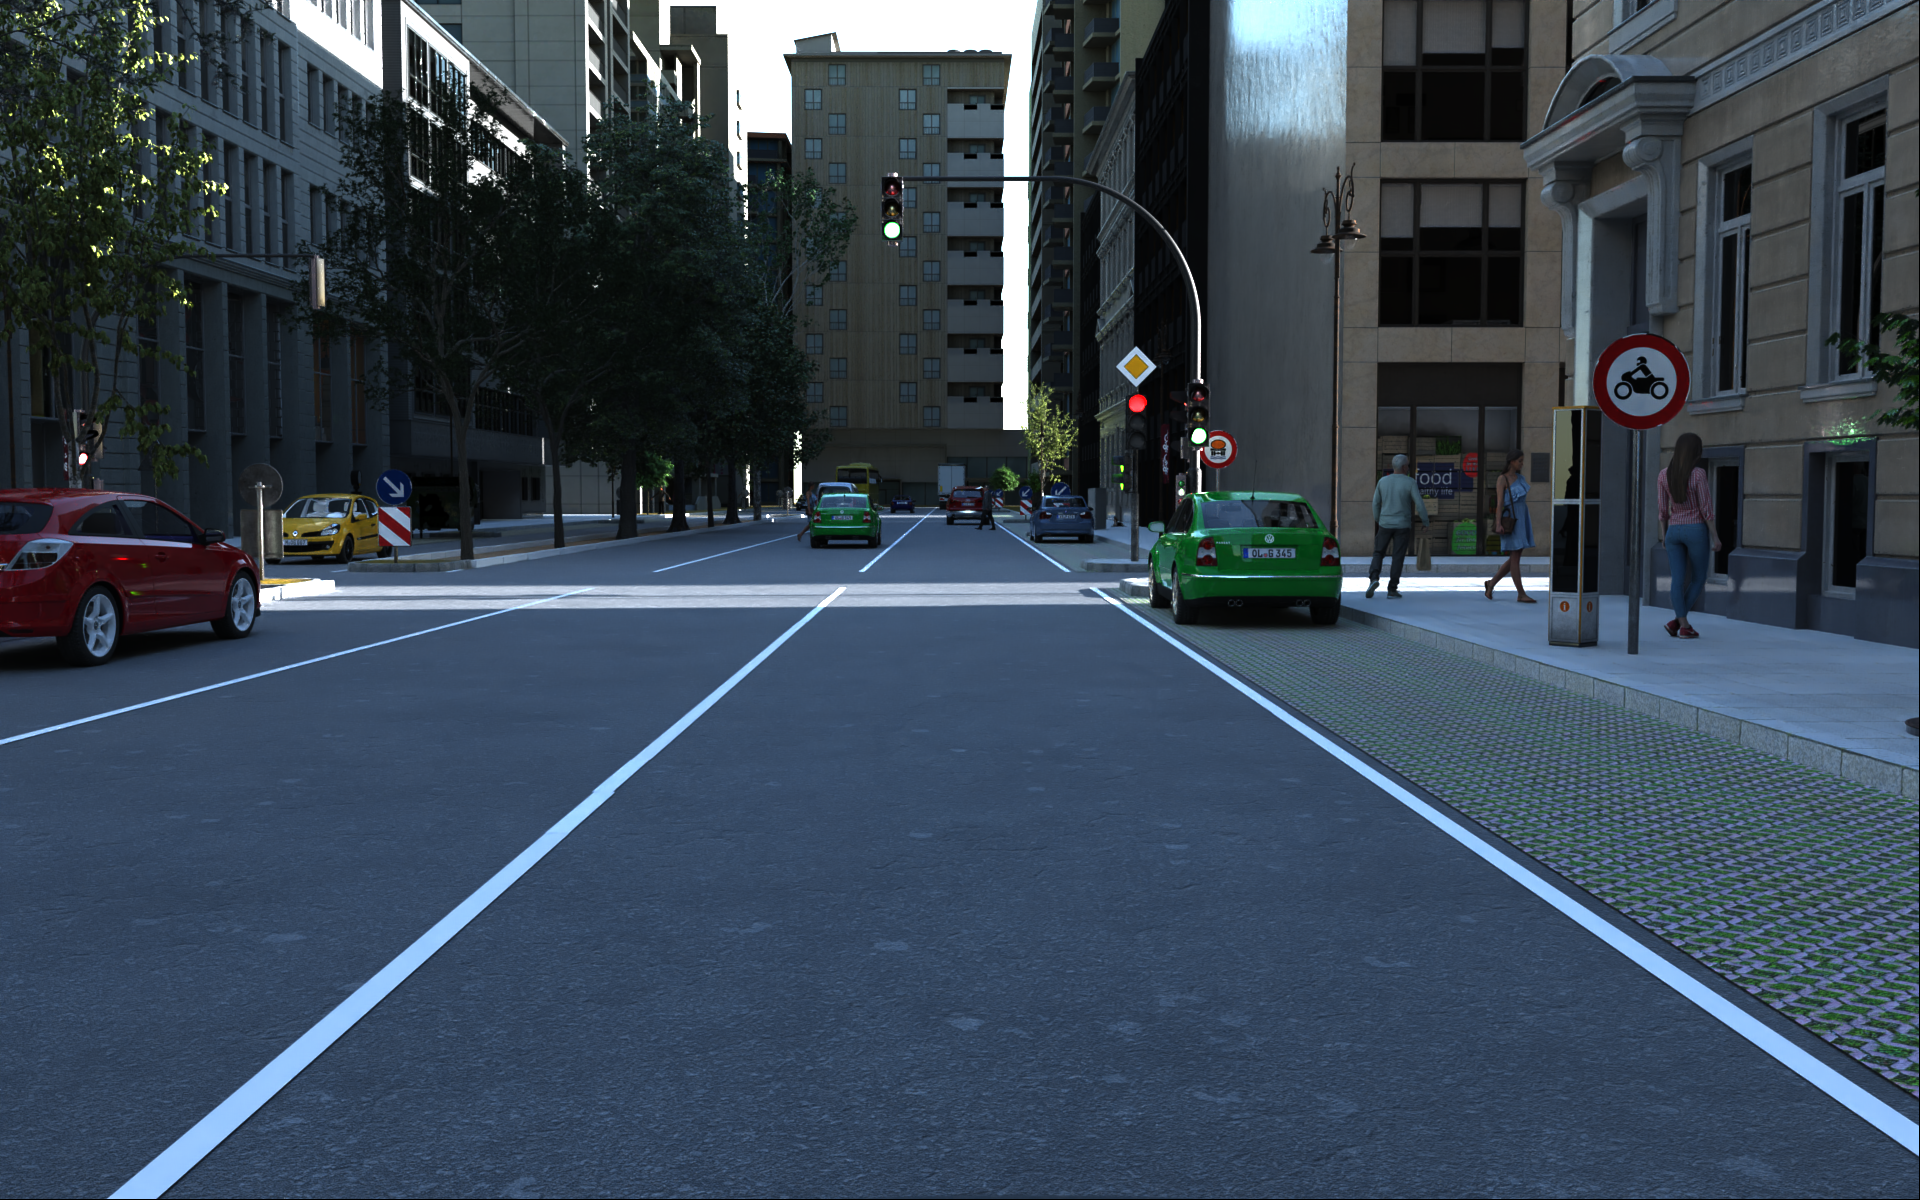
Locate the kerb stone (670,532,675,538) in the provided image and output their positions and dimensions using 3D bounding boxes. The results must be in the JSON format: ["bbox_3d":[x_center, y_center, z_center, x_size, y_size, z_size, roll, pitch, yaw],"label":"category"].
[{"bbox_3d":[-9.531,-2.104,56.597,0.120,0.150,1.000,0,4,0],"label":"kerb stone"}]

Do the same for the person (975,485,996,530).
[{"bbox_3d":[1.011,-3.673,68.957,0.834,1.777,0.661,1,4,13],"label":"person"}]

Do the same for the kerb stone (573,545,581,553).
[{"bbox_3d":[-9.463,-1.226,42.240,0.120,0.150,1.000,0,4,0],"label":"kerb stone"}]

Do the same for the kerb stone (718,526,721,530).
[{"bbox_3d":[-9.576,-2.794,67.870,0.120,0.150,1.000,0,4,0],"label":"kerb stone"}]

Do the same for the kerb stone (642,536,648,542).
[{"bbox_3d":[-9.504,-1.791,51.472,0.120,0.150,1.000,0,4,0],"label":"kerb stone"}]

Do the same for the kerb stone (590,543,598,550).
[{"bbox_3d":[-9.476,-1.349,44.289,0.120,0.150,1.000,0,4,0],"label":"kerb stone"}]

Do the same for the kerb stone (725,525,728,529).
[{"bbox_3d":[-9.587,-2.914,69.925,0.120,0.150,1.000,0,4,0],"label":"kerb stone"}]

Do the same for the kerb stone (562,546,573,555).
[{"bbox_3d":[-9.453,-1.163,41.217,0.120,0.150,1.000,0,4,0],"label":"kerb stone"}]

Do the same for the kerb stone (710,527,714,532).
[{"bbox_3d":[-9.569,-2.663,65.821,0.120,0.150,1.000,0,4,0],"label":"kerb stone"}]

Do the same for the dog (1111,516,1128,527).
[{"bbox_3d":[6.274,-3.079,68.070,0.748,0.427,0.550,0,4,-3],"label":"dog"}]

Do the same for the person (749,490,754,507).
[{"bbox_3d":[-20.514,-10.023,170.735,1.217,1.723,0.721,-1,4,-8],"label":"person"}]

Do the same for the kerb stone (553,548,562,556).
[{"bbox_3d":[-9.460,-1.097,40.188,0.120,0.150,1.000,0,4,0],"label":"kerb stone"}]

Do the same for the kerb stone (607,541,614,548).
[{"bbox_3d":[-9.477,-1.476,46.350,0.120,0.150,1.000,0,4,0],"label":"kerb stone"}]

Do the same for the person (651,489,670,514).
[{"bbox_3d":[-19.083,-6.386,110.588,1.348,1.807,0.705,1,4,15],"label":"person"}]

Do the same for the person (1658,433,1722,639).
[{"bbox_3d":[6.487,-0.572,15.399,0.555,1.821,0.388,3,5,41],"label":"person"}]

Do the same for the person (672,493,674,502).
[{"bbox_3d":[-19.989,-6.882,121.781,0.599,1.433,0.991,-3,4,-37],"label":"person"}]

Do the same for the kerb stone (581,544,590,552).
[{"bbox_3d":[-9.469,-1.285,43.266,0.120,0.150,1.000,0,4,0],"label":"kerb stone"}]

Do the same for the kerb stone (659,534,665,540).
[{"bbox_3d":[-9.512,-1.979,54.552,0.120,0.150,1.000,0,4,0],"label":"kerb stone"}]

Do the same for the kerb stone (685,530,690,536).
[{"bbox_3d":[-9.541,-2.289,59.668,0.120,0.150,1.000,0,4,0],"label":"kerb stone"}]

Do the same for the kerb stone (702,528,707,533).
[{"bbox_3d":[-9.551,-2.542,63.764,0.120,0.150,1.000,0,4,0],"label":"kerb stone"}]

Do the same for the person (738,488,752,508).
[{"bbox_3d":[-19.238,-9.085,154.603,1.348,1.822,0.705,1,4,15],"label":"person"}]

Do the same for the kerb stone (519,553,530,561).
[{"bbox_3d":[-9.453,-0.910,37.116,0.120,0.150,1.000,0,4,0],"label":"kerb stone"}]

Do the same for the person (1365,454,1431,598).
[{"bbox_3d":[5.408,-0.898,21.218,0.782,1.767,0.515,2,4,31],"label":"person"}]

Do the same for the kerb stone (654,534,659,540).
[{"bbox_3d":[-9.511,-1.916,53.523,0.120,0.150,1.000,0,4,0],"label":"kerb stone"}]

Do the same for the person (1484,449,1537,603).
[{"bbox_3d":[6.506,-0.881,20.541,0.616,1.811,0.778,-2,4,-33],"label":"person"}]

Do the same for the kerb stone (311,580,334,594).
[{"bbox_3d":[-9.386,-0.186,25.307,0.120,0.150,1.000,0,4,0],"label":"kerb stone"}]

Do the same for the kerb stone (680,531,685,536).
[{"bbox_3d":[-9.541,-2.229,58.644,0.120,0.150,1.000,0,4,0],"label":"kerb stone"}]

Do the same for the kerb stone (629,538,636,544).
[{"bbox_3d":[-9.484,-1.662,49.428,0.120,0.150,1.000,0,4,0],"label":"kerb stone"}]

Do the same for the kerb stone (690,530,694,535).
[{"bbox_3d":[-9.546,-2.353,60.690,0.120,0.150,1.000,0,4,0],"label":"kerb stone"}]

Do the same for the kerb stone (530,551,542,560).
[{"bbox_3d":[-9.441,-0.966,38.139,0.120,0.150,1.000,0,4,0],"label":"kerb stone"}]

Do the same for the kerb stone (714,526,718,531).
[{"bbox_3d":[-9.575,-2.730,66.847,0.120,0.150,1.000,0,4,0],"label":"kerb stone"}]

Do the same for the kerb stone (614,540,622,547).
[{"bbox_3d":[-9.483,-1.539,47.375,0.120,0.150,1.000,0,4,0],"label":"kerb stone"}]

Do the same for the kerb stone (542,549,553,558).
[{"bbox_3d":[-9.446,-1.038,39.161,0.120,0.150,1.000,0,4,0],"label":"kerb stone"}]

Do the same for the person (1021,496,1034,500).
[{"bbox_3d":[5.121,-7.760,132.879,0.705,1.831,1.348,-3,5,-41],"label":"person"}]

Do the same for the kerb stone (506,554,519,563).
[{"bbox_3d":[-9.435,-0.850,36.094,0.120,0.150,1.000,0,4,0],"label":"kerb stone"}]

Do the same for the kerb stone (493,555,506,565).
[{"bbox_3d":[-9.439,-0.786,35.072,0.120,0.150,1.000,0,4,0],"label":"kerb stone"}]

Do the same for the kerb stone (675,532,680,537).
[{"bbox_3d":[-9.527,-2.165,57.619,0.120,0.150,1.000,0,4,0],"label":"kerb stone"}]

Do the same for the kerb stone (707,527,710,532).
[{"bbox_3d":[-9.566,-2.605,64.790,0.120,0.150,1.000,0,4,0],"label":"kerb stone"}]

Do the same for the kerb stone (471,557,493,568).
[{"bbox_3d":[-9.427,-0.725,34.048,0.120,0.150,1.000,0,4,0],"label":"kerb stone"}]

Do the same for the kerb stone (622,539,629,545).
[{"bbox_3d":[-9.490,-1.602,48.404,0.120,0.150,1.000,0,4,0],"label":"kerb stone"}]

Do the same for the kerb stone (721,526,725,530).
[{"bbox_3d":[-9.581,-2.856,68.896,0.120,0.150,1.000,0,4,0],"label":"kerb stone"}]

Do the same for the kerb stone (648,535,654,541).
[{"bbox_3d":[-9.511,-1.854,52.501,0.120,0.150,1.000,0,4,0],"label":"kerb stone"}]

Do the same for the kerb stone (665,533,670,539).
[{"bbox_3d":[-9.519,-2.042,55.574,0.120,0.150,1.000,0,4,0],"label":"kerb stone"}]

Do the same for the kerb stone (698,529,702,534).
[{"bbox_3d":[-9.555,-2.477,62.738,0.120,0.150,1.000,0,4,0],"label":"kerb stone"}]

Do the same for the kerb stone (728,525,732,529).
[{"bbox_3d":[-9.585,-2.975,70.947,0.120,0.150,1.000,0,4,0],"label":"kerb stone"}]

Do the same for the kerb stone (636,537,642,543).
[{"bbox_3d":[-9.497,-1.728,50.450,0.120,0.150,1.000,0,4,0],"label":"kerb stone"}]

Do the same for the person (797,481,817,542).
[{"bbox_3d":[-4.486,-2.630,51.595,0.778,1.811,0.616,1,4,11],"label":"person"}]

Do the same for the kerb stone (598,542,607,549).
[{"bbox_3d":[-9.467,-1.410,45.321,0.120,0.150,1.000,0,4,0],"label":"kerb stone"}]

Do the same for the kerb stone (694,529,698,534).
[{"bbox_3d":[-9.544,-2.416,61.714,0.120,0.150,1.000,0,4,0],"label":"kerb stone"}]
